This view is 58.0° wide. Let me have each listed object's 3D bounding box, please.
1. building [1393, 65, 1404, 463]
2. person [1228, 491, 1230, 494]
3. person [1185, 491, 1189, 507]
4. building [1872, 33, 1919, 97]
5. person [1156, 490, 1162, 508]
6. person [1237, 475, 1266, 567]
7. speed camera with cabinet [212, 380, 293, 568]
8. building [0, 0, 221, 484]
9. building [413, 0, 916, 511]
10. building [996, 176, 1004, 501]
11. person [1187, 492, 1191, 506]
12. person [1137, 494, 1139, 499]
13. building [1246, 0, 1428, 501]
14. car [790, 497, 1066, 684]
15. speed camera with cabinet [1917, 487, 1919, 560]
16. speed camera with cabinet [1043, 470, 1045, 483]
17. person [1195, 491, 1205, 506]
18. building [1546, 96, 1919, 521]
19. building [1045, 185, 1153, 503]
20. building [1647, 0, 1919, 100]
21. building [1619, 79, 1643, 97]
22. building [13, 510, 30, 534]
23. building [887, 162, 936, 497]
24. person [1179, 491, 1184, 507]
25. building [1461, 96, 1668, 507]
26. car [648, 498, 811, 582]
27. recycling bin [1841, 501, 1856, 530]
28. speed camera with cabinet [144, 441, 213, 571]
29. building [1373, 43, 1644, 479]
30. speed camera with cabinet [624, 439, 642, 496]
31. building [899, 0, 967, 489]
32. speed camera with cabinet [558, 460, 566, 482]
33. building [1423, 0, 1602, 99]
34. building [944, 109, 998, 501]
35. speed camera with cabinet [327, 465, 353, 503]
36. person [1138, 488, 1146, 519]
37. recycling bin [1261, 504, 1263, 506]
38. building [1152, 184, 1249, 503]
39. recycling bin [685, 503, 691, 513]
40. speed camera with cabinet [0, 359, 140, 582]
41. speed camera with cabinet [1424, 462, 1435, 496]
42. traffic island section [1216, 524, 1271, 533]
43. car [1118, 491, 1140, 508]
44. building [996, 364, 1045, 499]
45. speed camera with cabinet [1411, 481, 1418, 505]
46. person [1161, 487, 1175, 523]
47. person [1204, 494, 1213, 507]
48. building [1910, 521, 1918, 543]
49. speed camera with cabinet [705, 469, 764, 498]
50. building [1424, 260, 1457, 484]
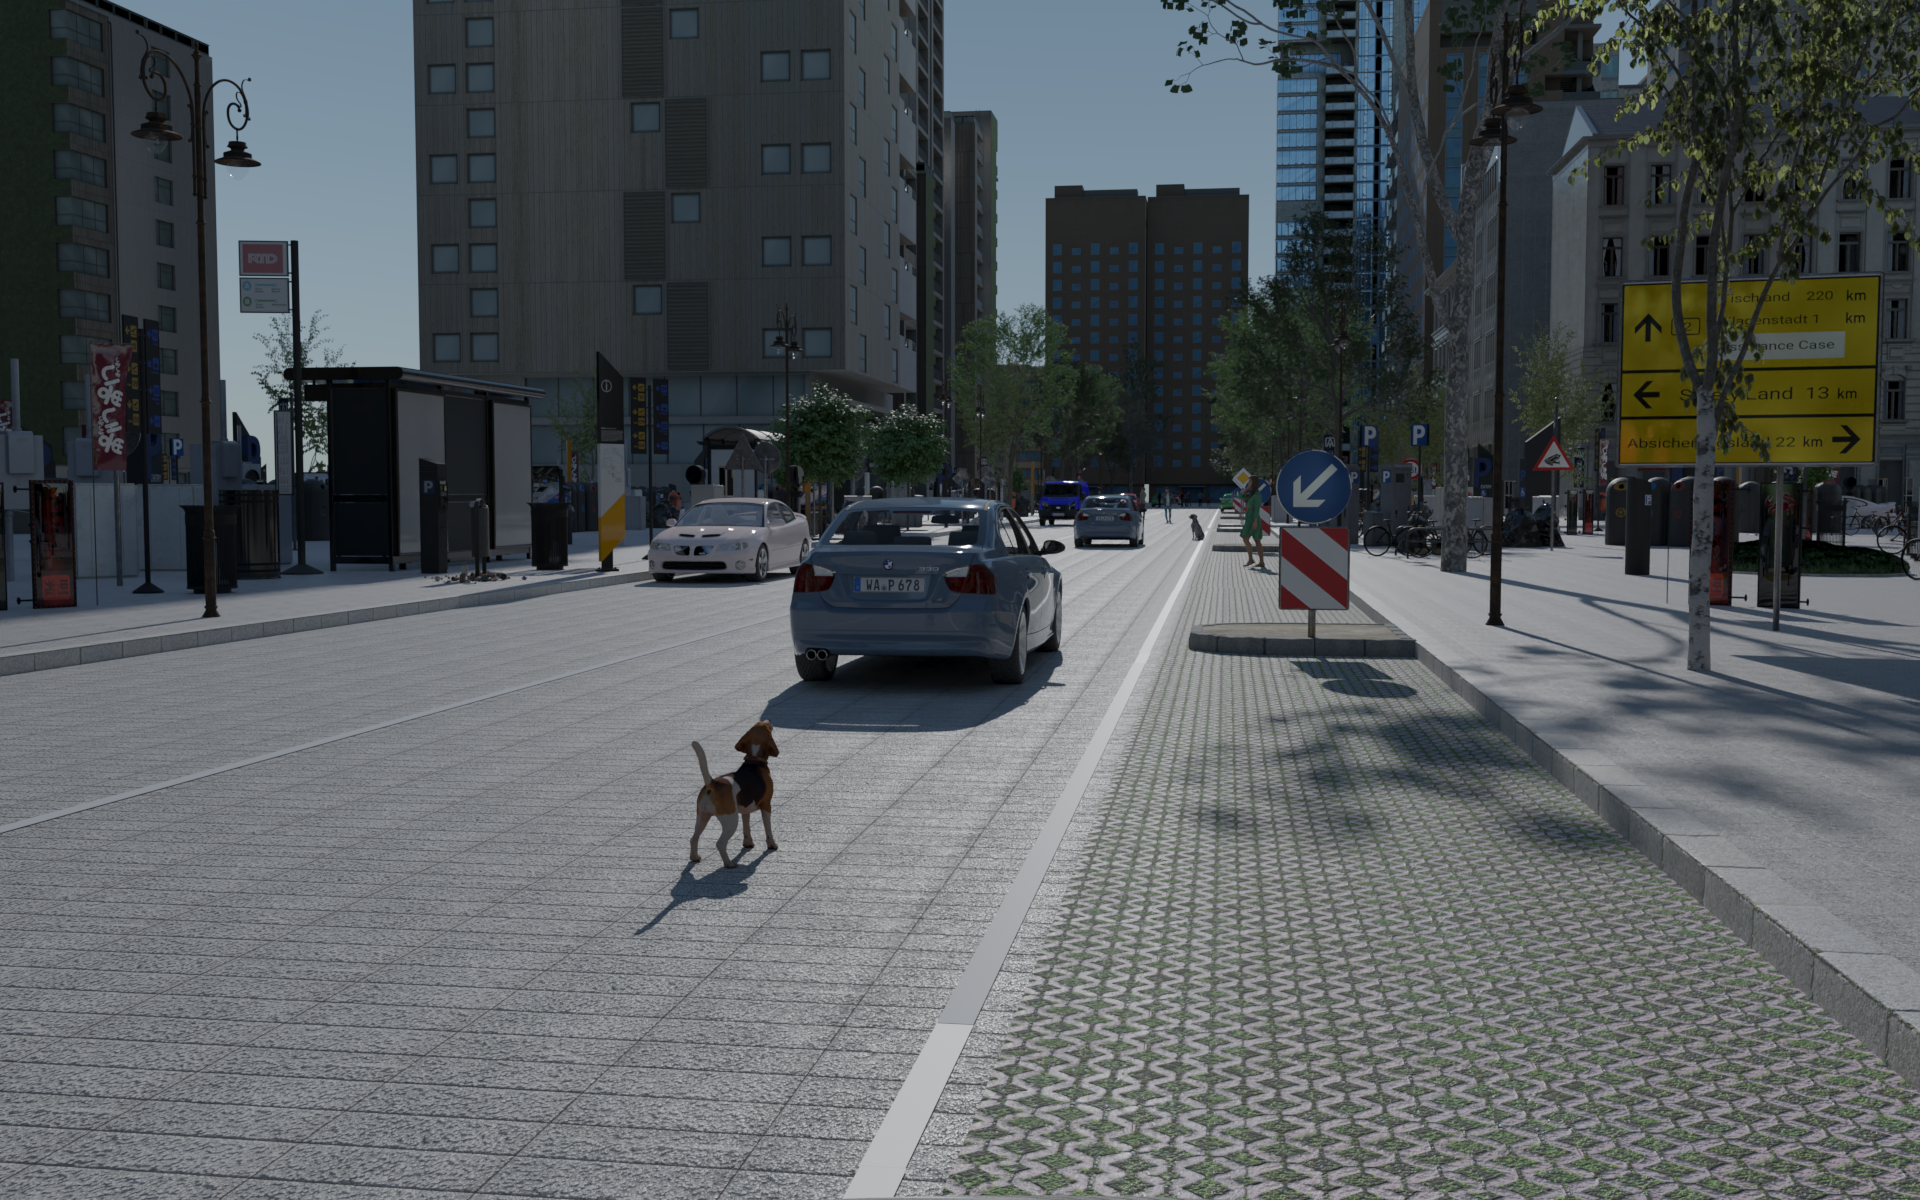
[{"bbox_3d":[49.947,-31.657,167.698,14.600,45.320,14.200,1,4,9],"label":"building"},{"bbox_3d":[30.674,-11.560,197.520,1.348,1.823,0.705,2,4,28],"label":"person"},{"bbox_3d":[25.565,-11.379,195.269,0.721,1.735,1.217,2,4,27],"label":"person"},{"bbox_3d":[66.465,-17.355,88.262,34.151,26.468,19.350,1,4,9],"label":"building"},{"bbox_3d":[20.701,-10.487,179.992,0.705,1.821,1.348,-1,4,-16],"label":"person"},{"bbox_3d":[5.725,-1.526,33.692,0.529,1.795,0.600,-1,4,-15],"label":"person"},{"bbox_3d":[-12.745,-2.226,30.731,0.660,3.252,2.038,1,4,15],"label":"speed camera with cabinet"},{"bbox_3d":[-54.420,-20.267,103.073,14.107,30.474,14.160,1,4,9],"label":"building"},{"bbox_3d":[-18.050,-32.229,116.177,28.713,52.752,27.495,1,4,9],"label":"building"},{"bbox_3d":[-9.140,-33.574,203.555,28.867,44.769,22.147,1,4,9],"label":"building"},{"bbox_3d":[26.721,-11.804,202.418,0.530,1.710,0.541,-1,4,-14],"label":"person"},{"bbox_3d":[15.614,-8.573,151.920,0.557,1.426,1.065,-1,4,-9],"label":"person"},{"bbox_3d":[57.401,-57.349,250.331,31.000,86.520,22.319,1,4,9],"label":"building"},{"bbox_3d":[-0.173,-0.149,14.436,2.014,1.417,4.499,1,4,9],"label":"car"},{"bbox_3d":[18.957,-2.307,32.050,2.038,3.252,0.660,3,4,39],"label":"speed camera with cabinet"},{"bbox_3d":[6.674,-9.010,141.643,0.660,3.252,2.038,0,4,2],"label":"speed camera with cabinet"},{"bbox_3d":[27.698,-11.702,199.805,1.348,1.826,0.705,3,5,41],"label":"person"},{"bbox_3d":[39.798,-14.574,87.438,18.267,20.994,9.793,1,4,9],"label":"building"},{"bbox_3d":[20.219,-36.891,253.281,14.200,45.320,14.600,1,4,9],"label":"building"},{"bbox_3d":[91.399,-39.525,188.238,28.212,58.520,21.231,1,4,9],"label":"building"},{"bbox_3d":[87.930,-43.079,246.338,28.212,58.520,21.231,1,4,9],"label":"building"},{"bbox_3d":[-39.229,-21.422,42.132,23.993,40.220,32.217,1,4,9],"label":"building"},{"bbox_3d":[-10.120,-22.863,145.507,14.160,30.474,14.107,1,4,9],"label":"building"},{"bbox_3d":[24.344,-11.077,190.437,0.721,1.723,1.217,-1,4,-17],"label":"person"},{"bbox_3d":[40.185,-18.077,113.585,12.078,24.808,19.932,1,4,9],"label":"building"},{"bbox_3d":[-3.883,-1.071,29.867,2.083,1.381,4.827,1,4,9],"label":"car"},{"bbox_3d":[31.592,-3.031,62.112,0.722,1.027,0.722,-2,4,-26],"label":"recycling bin"},{"bbox_3d":[-13.713,-2.114,28.898,2.038,3.252,0.660,0,4,-4],"label":"speed camera with cabinet"},{"bbox_3d":[58.196,-34.821,188.927,23.786,49.044,30.456,1,4,9],"label":"building"},{"bbox_3d":[-12.195,-4.219,63.322,0.660,3.252,2.038,0,4,7],"label":"speed camera with cabinet"},{"bbox_3d":[-10.125,-44.272,162.091,20.563,71.187,20.611,1,4,9],"label":"building"},{"bbox_3d":[-22.275,-6.421,99.323,2.038,3.252,0.660,0,4,-2],"label":"speed camera with cabinet"},{"bbox_3d":[47.645,-30.801,153.711,14.600,45.320,14.200,1,4,9],"label":"building"},{"bbox_3d":[-3.949,-30.384,180.370,14.154,41.232,14.086,1,4,9],"label":"building"},{"bbox_3d":[-18.712,-3.552,52.415,0.660,3.252,2.038,-1,4,-11],"label":"speed camera with cabinet"},{"bbox_3d":[10.401,-5.522,98.969,0.473,1.802,0.592,3,5,42],"label":"person"},{"bbox_3d":[22.023,-6.959,126.336,0.722,1.027,0.722,2,4,32],"label":"recycling bin"},{"bbox_3d":[34.642,-36.830,252.274,14.200,45.320,14.600,1,4,9],"label":"building"},{"bbox_3d":[-7.496,-2.298,50.133,0.722,1.027,0.722,-3,4,-36],"label":"recycling bin"},{"bbox_3d":[-13.523,-1.939,26.044,0.660,3.252,2.038,3,5,39],"label":"speed camera with cabinet"},{"bbox_3d":[30.008,-6.983,108.516,2.038,3.252,0.660,0,4,-3],"label":"speed camera with cabinet"},{"bbox_3d":[10.731,-2.648,65.569,2.009,0.180,2.903,1,4,9],"label":"traffic island section"},{"bbox_3d":[11.592,-6.817,120.498,2.155,1.783,4.494,0,4,8],"label":"car"},{"bbox_3d":[-0.224,-25.657,264.537,28.899,21.520,27.650,1,4,9],"label":"building"},{"bbox_3d":[31.965,-7.971,124.658,2.038,3.252,0.660,-2,4,-25],"label":"speed camera with cabinet"},{"bbox_3d":[10.330,-4.729,86.173,0.623,1.781,0.721,-1,4,-14],"label":"person"},{"bbox_3d":[27.757,-11.111,193.429,1.065,1.426,0.557,0,4,-4],"label":"person"},{"bbox_3d":[33.213,-29.985,32.261,21.231,58.520,28.212,1,4,9],"label":"building"},{"bbox_3d":[-7.954,-4.087,61.157,2.038,3.252,0.660,-2,4,-33],"label":"speed camera with cabinet"},{"bbox_3d":[42.928,-18.215,133.976,11.583,22.565,21.152,1,4,9],"label":"building"}]
